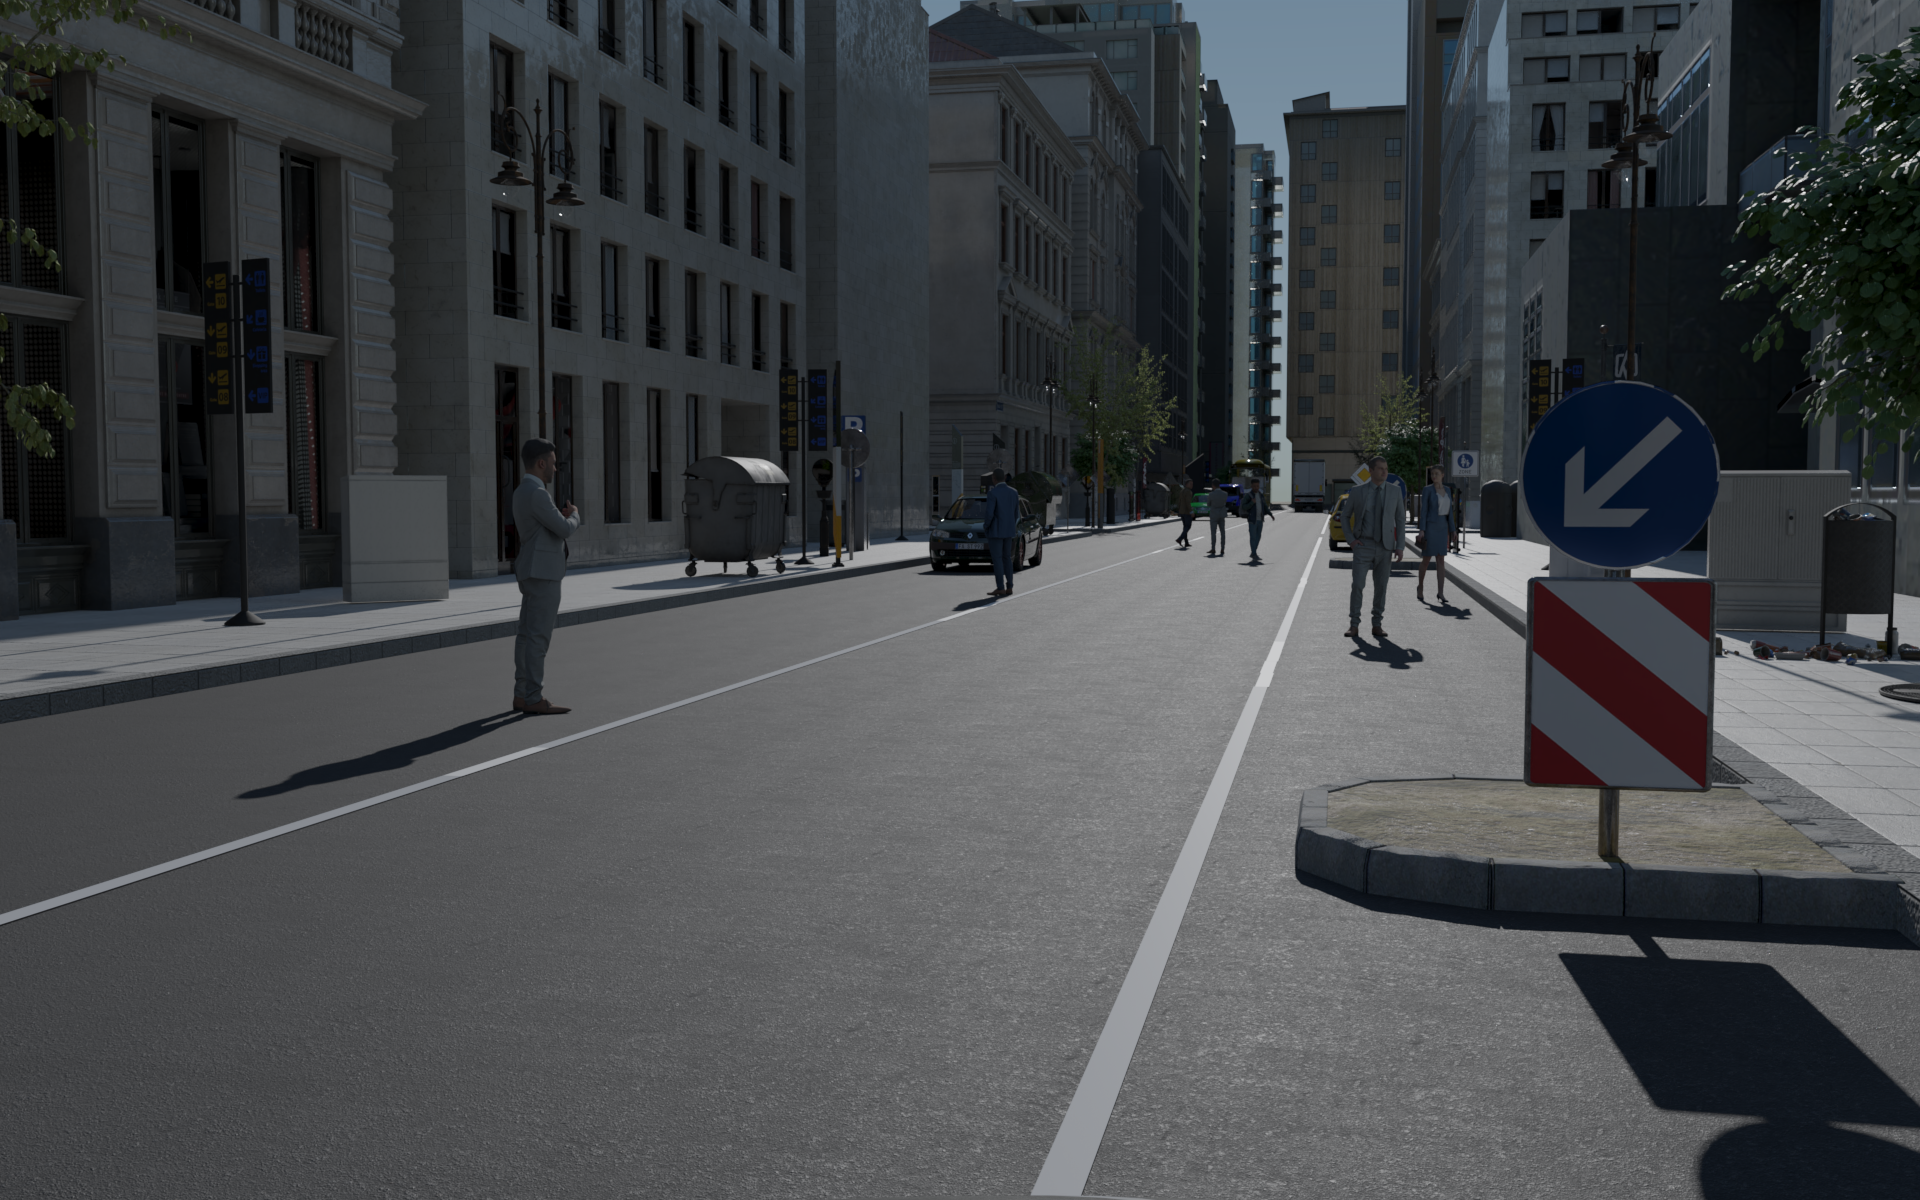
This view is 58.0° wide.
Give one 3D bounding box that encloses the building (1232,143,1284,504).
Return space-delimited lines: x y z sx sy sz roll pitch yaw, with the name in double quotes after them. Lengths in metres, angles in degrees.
28.536 -37.734 236.559 30.456 49.044 23.786 1 4 12 "building"

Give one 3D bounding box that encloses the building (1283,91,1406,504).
57.696 -39.402 233.460 27.495 52.752 28.713 1 4 12 "building"

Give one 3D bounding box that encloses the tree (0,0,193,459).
-6.901 -3.672 10.396 4.737 8.622 4.395 0 3 0 "tree"

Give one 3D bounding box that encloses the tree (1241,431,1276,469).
34.375 -15.271 200.047 4.360 8.622 3.978 0 3 0 "tree"

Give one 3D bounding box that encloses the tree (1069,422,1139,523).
6.295 -5.665 76.341 4.285 4.588 4.351 0 3 0 "tree"

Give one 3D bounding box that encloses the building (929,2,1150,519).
2.984 -19.229 101.782 14.401 28.519 23.554 1 4 12 "building"

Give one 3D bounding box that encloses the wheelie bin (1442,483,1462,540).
13.474 -2.473 48.348 0.980 1.594 0.693 -1 4 -11 "wheelie bin"

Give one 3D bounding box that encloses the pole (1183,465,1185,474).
15.603 -7.774 120.942 0.158 3.312 0.155 0 3 0 "pole"

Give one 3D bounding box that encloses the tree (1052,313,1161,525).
5.806 -7.376 70.955 4.737 8.622 4.395 0 3 0 "tree"

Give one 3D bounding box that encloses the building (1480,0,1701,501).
29.732 -13.038 67.929 16.860 20.320 10.420 1 4 12 "building"

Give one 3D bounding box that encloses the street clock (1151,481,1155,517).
10.926 -5.731 98.269 0.358 2.002 0.471 0 4 5 "street clock"

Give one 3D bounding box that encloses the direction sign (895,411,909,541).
-1.608 -3.410 47.756 0.379 3.537 0.876 0 4 1 "direction sign"

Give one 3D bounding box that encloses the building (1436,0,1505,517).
33.749 -19.635 98.528 11.434 29.767 29.804 1 4 12 "building"

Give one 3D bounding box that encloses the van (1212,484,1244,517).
16.733 -6.365 108.448 2.240 2.365 5.245 1 4 13 "van"

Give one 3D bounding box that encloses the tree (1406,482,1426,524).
19.735 -4.915 74.966 1.663 3.219 1.824 0 3 0 "tree"

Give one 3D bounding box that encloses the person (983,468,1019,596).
0.593 -0.969 24.518 0.419 1.800 0.721 3 5 41 "person"

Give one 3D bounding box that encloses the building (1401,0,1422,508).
54.006 -38.305 168.279 21.231 58.520 28.212 1 4 12 "building"

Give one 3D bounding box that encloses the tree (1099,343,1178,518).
8.613 -8.252 85.279 4.360 8.622 3.978 0 3 0 "tree"

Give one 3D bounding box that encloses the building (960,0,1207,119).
12.380 -33.692 170.473 23.786 49.044 30.456 1 4 12 "building"

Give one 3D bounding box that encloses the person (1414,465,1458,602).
6.348 -0.894 23.148 0.581 1.822 0.654 0 4 -4 "person"

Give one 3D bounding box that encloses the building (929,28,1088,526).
-1.366 -14.900 79.779 11.583 22.565 21.152 1 4 12 "building"

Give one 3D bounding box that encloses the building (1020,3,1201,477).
12.704 -28.351 147.138 14.154 41.232 14.086 1 4 12 "building"

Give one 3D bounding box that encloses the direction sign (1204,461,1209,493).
16.767 -7.766 118.963 0.379 3.537 0.876 -3 5 -42 "direction sign"

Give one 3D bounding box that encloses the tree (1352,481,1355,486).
21.155 -5.923 80.548 4.285 4.588 4.351 0 3 0 "tree"

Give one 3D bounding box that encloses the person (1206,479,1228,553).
6.213 -2.037 41.989 0.511 1.800 0.466 -2 4 -28 "person"

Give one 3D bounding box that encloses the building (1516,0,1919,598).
23.634 -43.859 29.760 22.319 86.520 31.000 1 4 12 "building"

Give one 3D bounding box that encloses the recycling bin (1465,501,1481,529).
19.237 -3.169 64.368 0.722 1.027 0.722 0 4 3 "recycling bin"

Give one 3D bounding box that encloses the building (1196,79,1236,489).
20.712 -35.366 201.933 21.600 48.544 21.300 1 4 12 "building"

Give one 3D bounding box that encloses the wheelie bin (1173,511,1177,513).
14.604 -6.713 117.658 0.980 1.594 0.693 1 4 23 "wheelie bin"

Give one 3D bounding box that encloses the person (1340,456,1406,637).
4.174 -0.545 17.508 0.635 1.810 0.391 0 4 -2 "person"

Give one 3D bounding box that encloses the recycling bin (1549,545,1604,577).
8.872 -0.735 24.566 0.722 1.027 0.722 -2 4 -31 "recycling bin"

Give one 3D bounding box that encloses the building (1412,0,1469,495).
46.419 -30.493 148.669 14.600 45.320 14.200 1 4 12 "building"

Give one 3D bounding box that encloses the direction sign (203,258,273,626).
-7.014 -1.522 16.881 0.876 3.537 0.379 2 4 26 "direction sign"

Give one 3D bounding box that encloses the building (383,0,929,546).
-10.315 -12.065 52.021 16.860 20.320 10.420 1 4 12 "building"

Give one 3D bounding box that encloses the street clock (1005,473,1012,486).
1.432 -3.157 56.181 0.471 2.002 0.358 -2 4 -34 "street clock"

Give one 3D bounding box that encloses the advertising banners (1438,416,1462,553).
10.831 -2.579 38.348 0.090 3.025 2.074 0 4 3 "advertising banners"

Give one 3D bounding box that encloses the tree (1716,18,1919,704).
6.521 -1.653 10.748 4.285 4.588 4.351 0 3 0 "tree"

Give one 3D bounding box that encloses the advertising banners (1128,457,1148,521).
8.416 -5.238 81.823 0.090 3.025 2.074 2 4 31 "advertising banners"

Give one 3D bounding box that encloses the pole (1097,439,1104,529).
5.221 -4.313 64.368 0.158 3.312 0.155 0 3 0 "pole"

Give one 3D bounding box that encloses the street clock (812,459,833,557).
-2.791 -1.896 35.563 0.471 2.002 0.358 0 4 -1 "street clock"

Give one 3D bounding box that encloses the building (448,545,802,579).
-10.596 -11.005 34.680 10.420 20.320 16.860 1 4 12 "building"

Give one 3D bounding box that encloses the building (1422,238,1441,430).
39.333 -17.578 123.559 11.583 22.565 21.152 1 4 12 "building"

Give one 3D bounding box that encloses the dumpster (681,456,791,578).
-3.542 -1.320 27.347 1.264 1.857 1.865 1 4 12 "dumpster"

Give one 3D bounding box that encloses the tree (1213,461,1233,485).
26.480 -11.356 169.380 4.285 4.588 4.351 0 3 0 "tree"

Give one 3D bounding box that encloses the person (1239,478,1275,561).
6.370 -1.745 37.385 0.623 1.781 0.721 -3 5 -41 "person"

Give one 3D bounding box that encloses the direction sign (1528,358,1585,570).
9.996 -2.269 29.102 0.876 3.537 0.379 2 4 30 "direction sign"

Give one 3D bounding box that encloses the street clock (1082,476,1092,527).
5.039 -3.902 68.368 0.471 2.002 0.358 0 3 0 "street clock"

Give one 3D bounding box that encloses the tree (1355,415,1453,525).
18.680 -5.372 71.547 4.285 4.588 4.351 0 3 0 "tree"

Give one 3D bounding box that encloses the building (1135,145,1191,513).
8.607 -20.318 125.700 14.314 27.812 24.014 1 4 12 "building"

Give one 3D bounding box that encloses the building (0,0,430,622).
-14.648 -11.460 16.243 11.050 23.489 19.941 1 4 12 "building"

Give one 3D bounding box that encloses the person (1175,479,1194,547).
6.119 -2.351 46.852 0.656 1.842 0.836 3 5 40 "person"

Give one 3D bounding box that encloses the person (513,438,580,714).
-2.714 -0.168 11.422 0.466 1.800 0.511 -3 5 -39 "person"

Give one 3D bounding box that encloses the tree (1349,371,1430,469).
25.686 -9.318 102.713 4.360 8.622 3.978 0 3 0 "tree"

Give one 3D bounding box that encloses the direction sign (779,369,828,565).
-2.844 -2.416 31.505 0.876 3.537 0.379 0 4 3 "direction sign"
